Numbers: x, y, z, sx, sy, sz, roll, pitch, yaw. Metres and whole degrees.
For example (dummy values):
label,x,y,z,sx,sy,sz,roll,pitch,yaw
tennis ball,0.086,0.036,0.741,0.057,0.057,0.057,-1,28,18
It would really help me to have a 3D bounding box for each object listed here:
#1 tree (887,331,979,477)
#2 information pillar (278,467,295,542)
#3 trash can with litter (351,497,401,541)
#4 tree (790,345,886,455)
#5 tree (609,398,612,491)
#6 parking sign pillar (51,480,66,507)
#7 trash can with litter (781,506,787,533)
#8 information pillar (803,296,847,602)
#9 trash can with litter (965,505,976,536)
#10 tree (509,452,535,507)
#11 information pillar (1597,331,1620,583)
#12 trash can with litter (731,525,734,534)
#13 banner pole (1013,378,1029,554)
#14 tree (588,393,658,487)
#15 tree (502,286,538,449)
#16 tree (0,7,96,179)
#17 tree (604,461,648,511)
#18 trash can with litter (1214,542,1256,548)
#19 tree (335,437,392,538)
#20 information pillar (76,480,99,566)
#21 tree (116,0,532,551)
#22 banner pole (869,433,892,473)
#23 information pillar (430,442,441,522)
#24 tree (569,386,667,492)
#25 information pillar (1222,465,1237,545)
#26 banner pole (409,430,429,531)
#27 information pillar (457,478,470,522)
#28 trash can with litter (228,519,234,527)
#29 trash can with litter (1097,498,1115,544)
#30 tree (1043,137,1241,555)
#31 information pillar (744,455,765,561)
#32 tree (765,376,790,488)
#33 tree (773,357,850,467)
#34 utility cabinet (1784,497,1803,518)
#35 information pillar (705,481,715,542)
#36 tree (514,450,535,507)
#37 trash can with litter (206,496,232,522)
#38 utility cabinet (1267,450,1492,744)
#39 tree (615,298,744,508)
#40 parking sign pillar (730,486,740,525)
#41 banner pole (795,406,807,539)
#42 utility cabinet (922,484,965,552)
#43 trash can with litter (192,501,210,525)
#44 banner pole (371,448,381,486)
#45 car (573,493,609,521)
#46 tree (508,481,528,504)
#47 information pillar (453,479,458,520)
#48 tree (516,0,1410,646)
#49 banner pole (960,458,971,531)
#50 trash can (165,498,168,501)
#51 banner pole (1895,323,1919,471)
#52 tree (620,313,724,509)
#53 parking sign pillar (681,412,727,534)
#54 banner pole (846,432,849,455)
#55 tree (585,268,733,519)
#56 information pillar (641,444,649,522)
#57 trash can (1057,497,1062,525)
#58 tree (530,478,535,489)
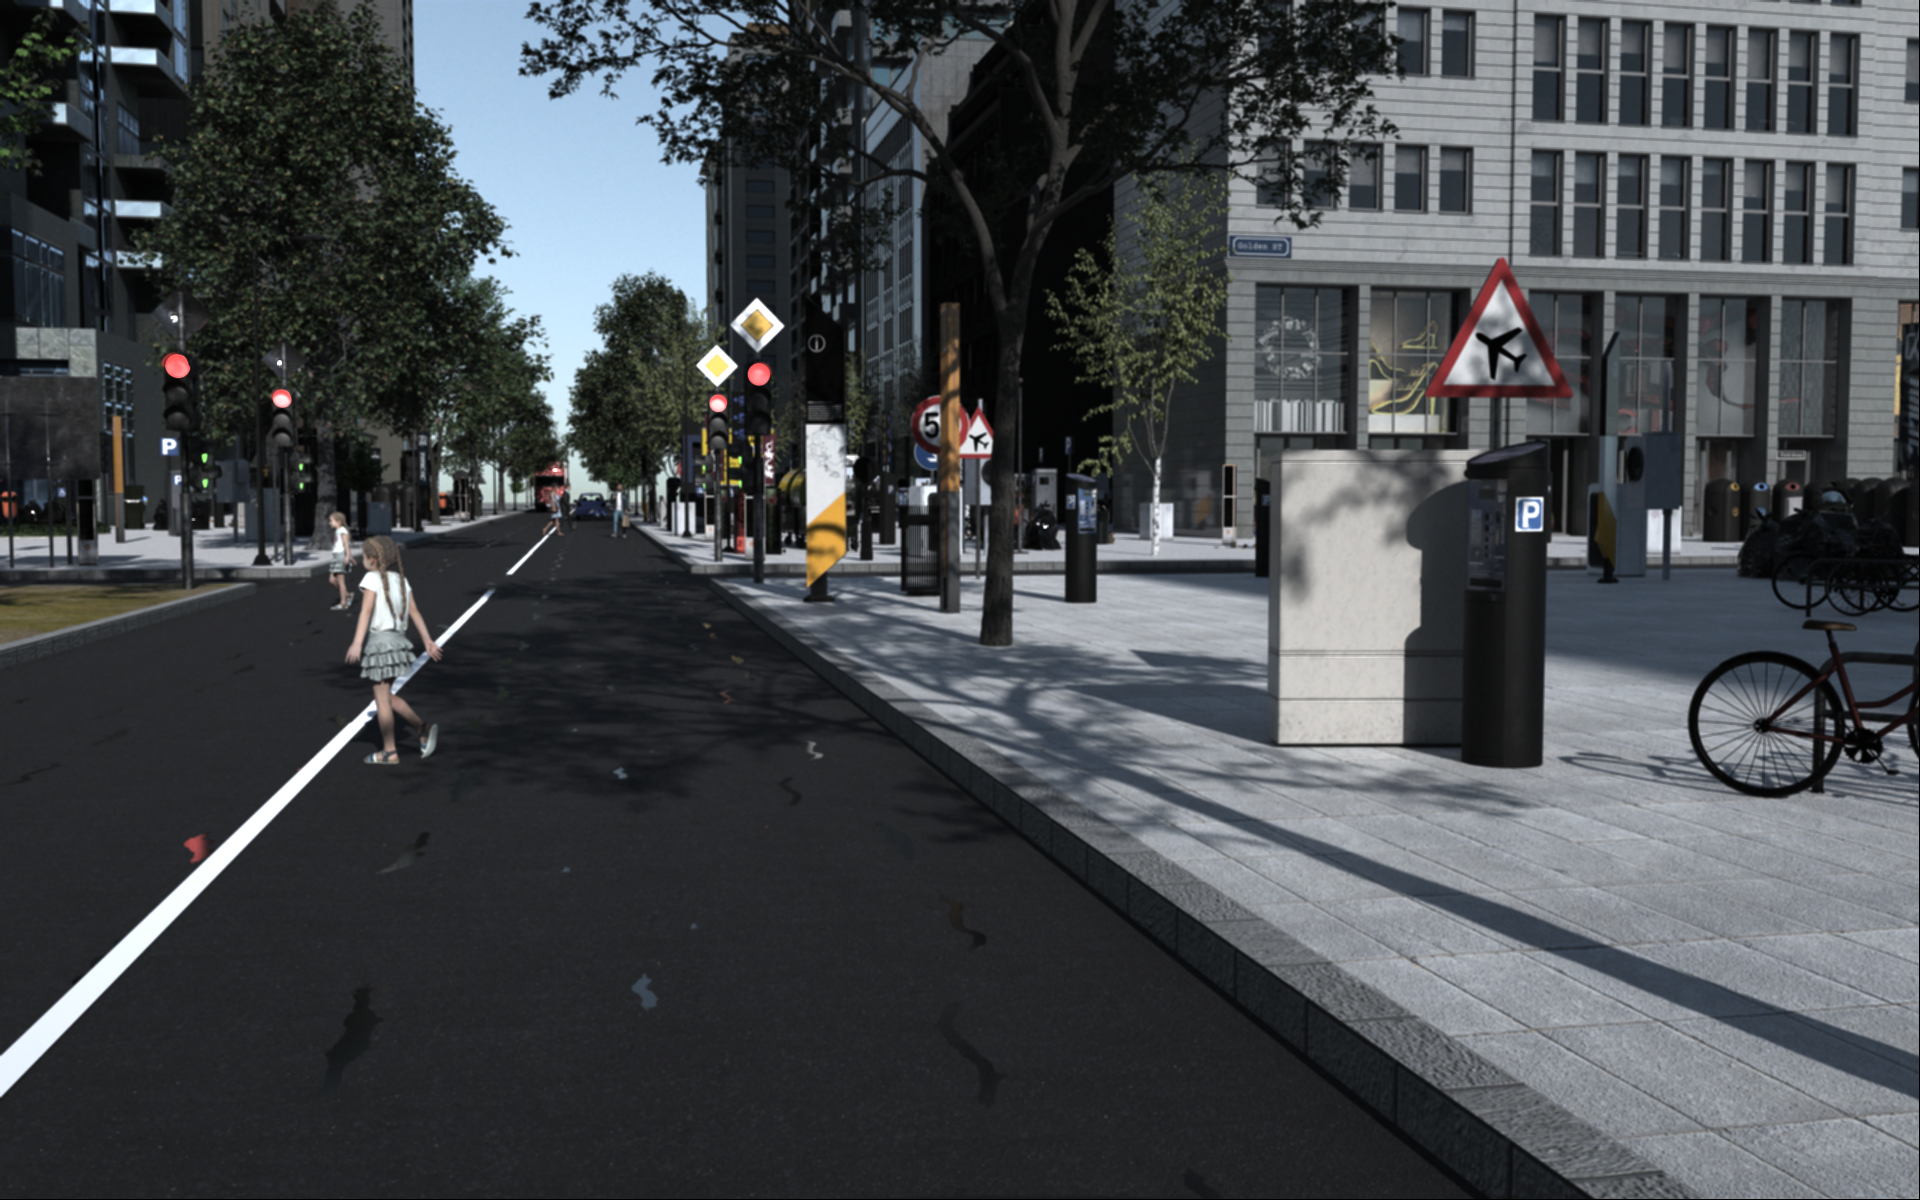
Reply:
label,x,y,z,sx,sy,sz,roll,pitch,yaw
tree,-1.431,-7.788,77.696,4.360,8.622,3.978,0,3,0
information pillar,-18.111,-2.575,46.592,0.304,2.012,0.304,0,4,-4
trash can with litter,-16.663,-2.281,48.355,1.678,1.210,2.233,-2,4,-31
tree,-5.453,-8.260,85.418,4.737,8.622,4.395,0,3,0
tree,-18.490,-9.204,100.850,4.737,8.622,4.395,0,3,0
parking sign pillar,-34.137,-4.724,65.702,1.447,3.967,1.447,-2,4,-33
trash can with litter,-6.352,-2.871,58.001,2.233,1.210,1.678,1,4,10
information pillar,-1.602,-1.785,20.538,0.504,3.616,0.183,1,4,9
trash can with litter,0.421,-2.589,53.380,1.678,1.210,2.233,-1,4,-18
tree,-44.410,-13.934,178.188,4.360,8.622,3.978,0,3,0
information pillar,9.310,-2.049,24.856,0.183,3.616,0.504,3,5,41
trash can with litter,-7.687,-2.720,55.853,1.055,1.170,0.624,0,4,-5
banner pole,1.122,-2.905,37.520,0.863,3.779,0.401,3,5,42
tree,-39.110,-17.085,197.473,7.486,12.596,7.792,0,3,0
tree,-21.622,-8.892,71.145,9.928,11.665,9.643,0,3,0
tree,-9.826,-5.349,13.212,9.928,11.665,9.643,0,3,0
tree,-25.851,-9.204,134.206,4.285,4.588,4.351,0,3,0
trash can with litter,7.176,-1.840,41.135,2.233,1.210,1.678,1,4,14
tree,-17.817,-3.475,51.418,1.663,3.219,1.824,0,3,0
information pillar,-15.650,-1.624,31.041,0.304,2.012,0.304,-1,4,-21
tree,-14.531,-7.492,39.507,9.611,12.733,9.660,0,3,0
banner pole,-3.164,-4.930,70.626,0.863,3.779,0.401,-1,4,-11
information pillar,-23.651,-5.298,77.971,0.183,3.616,0.504,1,4,21
tree,-31.293,-15.490,159.916,9.857,13.997,8.962,0,3,0
information pillar,6.742,-2.374,43.308,0.304,2.012,0.304,1,4,20
banner pole,-19.076,-4.349,61.116,0.401,3.779,0.863,2,4,34
information pillar,-22.550,-4.551,78.905,0.304,2.012,0.304,1,4,12
trash can with litter,-28.087,-3.454,67.860,0.624,1.170,1.055,2,4,29
trash can with litter,3.614,-2.032,44.618,0.624,1.170,1.055,1,4,21
tree,4.025,-5.255,36.285,4.737,8.622,4.395,0,3,0
information pillar,-3.918,-1.748,33.070,0.304,2.012,0.304,1,4,19
tree,-12.227,-9.524,106.080,4.737,8.622,4.395,0,3,0
tree,-8.241,-8.811,94.429,4.360,8.622,3.978,0,3,0
utility cabinet,18.614,-1.686,38.730,0.306,1.237,1.020,1,4,22
information pillar,-6.693,-2.566,46.439,0.304,2.012,0.304,0,4,-8
tree,-42.688,-13.542,171.768,4.737,8.622,4.395,0,3,0
trash can with litter,-34.723,-4.234,80.288,1.678,1.210,2.233,-2,4,-25
utility cabinet,2.188,-0.011,8.854,1.173,1.500,0.318,0,4,-1
tree,-10.224,-6.952,64.027,4.737,8.622,4.395,0,3,0
parking sign pillar,-9.001,-4.883,68.304,1.447,3.967,1.447,0,4,-4
banner pole,-4.378,-3.634,49.426,0.401,3.779,0.863,-3,5,-39
utility cabinet,-0.377,-1.782,37.820,0.318,1.500,1.173,-3,4,-38
trash can with litter,-30.279,-3.489,68.433,0.624,1.170,1.055,2,4,35
banner pole,-28.182,-5.692,83.073,0.863,3.779,0.401,-1,4,-15
car,-20.272,-5.238,95.229,1.945,1.707,3.694,-1,4,-12
tree,-39.969,-9.877,156.093,1.663,3.219,1.824,0,3,0
information pillar,-24.628,-4.923,84.975,0.304,2.012,0.304,0,4,7
tree,0.261,-4.871,14.060,8.767,10.594,7.601,0,4,4
banner pole,0.129,-4.264,59.736,0.863,3.779,0.401,0,4,1
trash can,-25.517,-2.745,56.539,0.748,1.137,0.748,0,3,0
banner pole,12.367,-1.965,22.144,0.401,3.779,0.863,-2,4,-27
tree,-11.722,-7.378,70.993,4.360,8.622,3.978,0,3,0
parking sign pillar,-8.506,-4.186,56.910,1.447,3.967,1.447,0,4,-7
banner pole,-4.147,-4.376,61.570,0.401,3.779,0.863,-2,4,-32
tree,-15.800,-10.460,88.025,9.611,12.733,9.660,0,3,0
information pillar,-14.718,-5.471,80.813,0.183,3.616,0.504,-2,4,-33
trash can,3.957,-3.723,72.530,0.748,1.137,0.748,0,3,0
tree,-53.323,-14.582,222.129,4.285,4.588,4.351,0,3,0
